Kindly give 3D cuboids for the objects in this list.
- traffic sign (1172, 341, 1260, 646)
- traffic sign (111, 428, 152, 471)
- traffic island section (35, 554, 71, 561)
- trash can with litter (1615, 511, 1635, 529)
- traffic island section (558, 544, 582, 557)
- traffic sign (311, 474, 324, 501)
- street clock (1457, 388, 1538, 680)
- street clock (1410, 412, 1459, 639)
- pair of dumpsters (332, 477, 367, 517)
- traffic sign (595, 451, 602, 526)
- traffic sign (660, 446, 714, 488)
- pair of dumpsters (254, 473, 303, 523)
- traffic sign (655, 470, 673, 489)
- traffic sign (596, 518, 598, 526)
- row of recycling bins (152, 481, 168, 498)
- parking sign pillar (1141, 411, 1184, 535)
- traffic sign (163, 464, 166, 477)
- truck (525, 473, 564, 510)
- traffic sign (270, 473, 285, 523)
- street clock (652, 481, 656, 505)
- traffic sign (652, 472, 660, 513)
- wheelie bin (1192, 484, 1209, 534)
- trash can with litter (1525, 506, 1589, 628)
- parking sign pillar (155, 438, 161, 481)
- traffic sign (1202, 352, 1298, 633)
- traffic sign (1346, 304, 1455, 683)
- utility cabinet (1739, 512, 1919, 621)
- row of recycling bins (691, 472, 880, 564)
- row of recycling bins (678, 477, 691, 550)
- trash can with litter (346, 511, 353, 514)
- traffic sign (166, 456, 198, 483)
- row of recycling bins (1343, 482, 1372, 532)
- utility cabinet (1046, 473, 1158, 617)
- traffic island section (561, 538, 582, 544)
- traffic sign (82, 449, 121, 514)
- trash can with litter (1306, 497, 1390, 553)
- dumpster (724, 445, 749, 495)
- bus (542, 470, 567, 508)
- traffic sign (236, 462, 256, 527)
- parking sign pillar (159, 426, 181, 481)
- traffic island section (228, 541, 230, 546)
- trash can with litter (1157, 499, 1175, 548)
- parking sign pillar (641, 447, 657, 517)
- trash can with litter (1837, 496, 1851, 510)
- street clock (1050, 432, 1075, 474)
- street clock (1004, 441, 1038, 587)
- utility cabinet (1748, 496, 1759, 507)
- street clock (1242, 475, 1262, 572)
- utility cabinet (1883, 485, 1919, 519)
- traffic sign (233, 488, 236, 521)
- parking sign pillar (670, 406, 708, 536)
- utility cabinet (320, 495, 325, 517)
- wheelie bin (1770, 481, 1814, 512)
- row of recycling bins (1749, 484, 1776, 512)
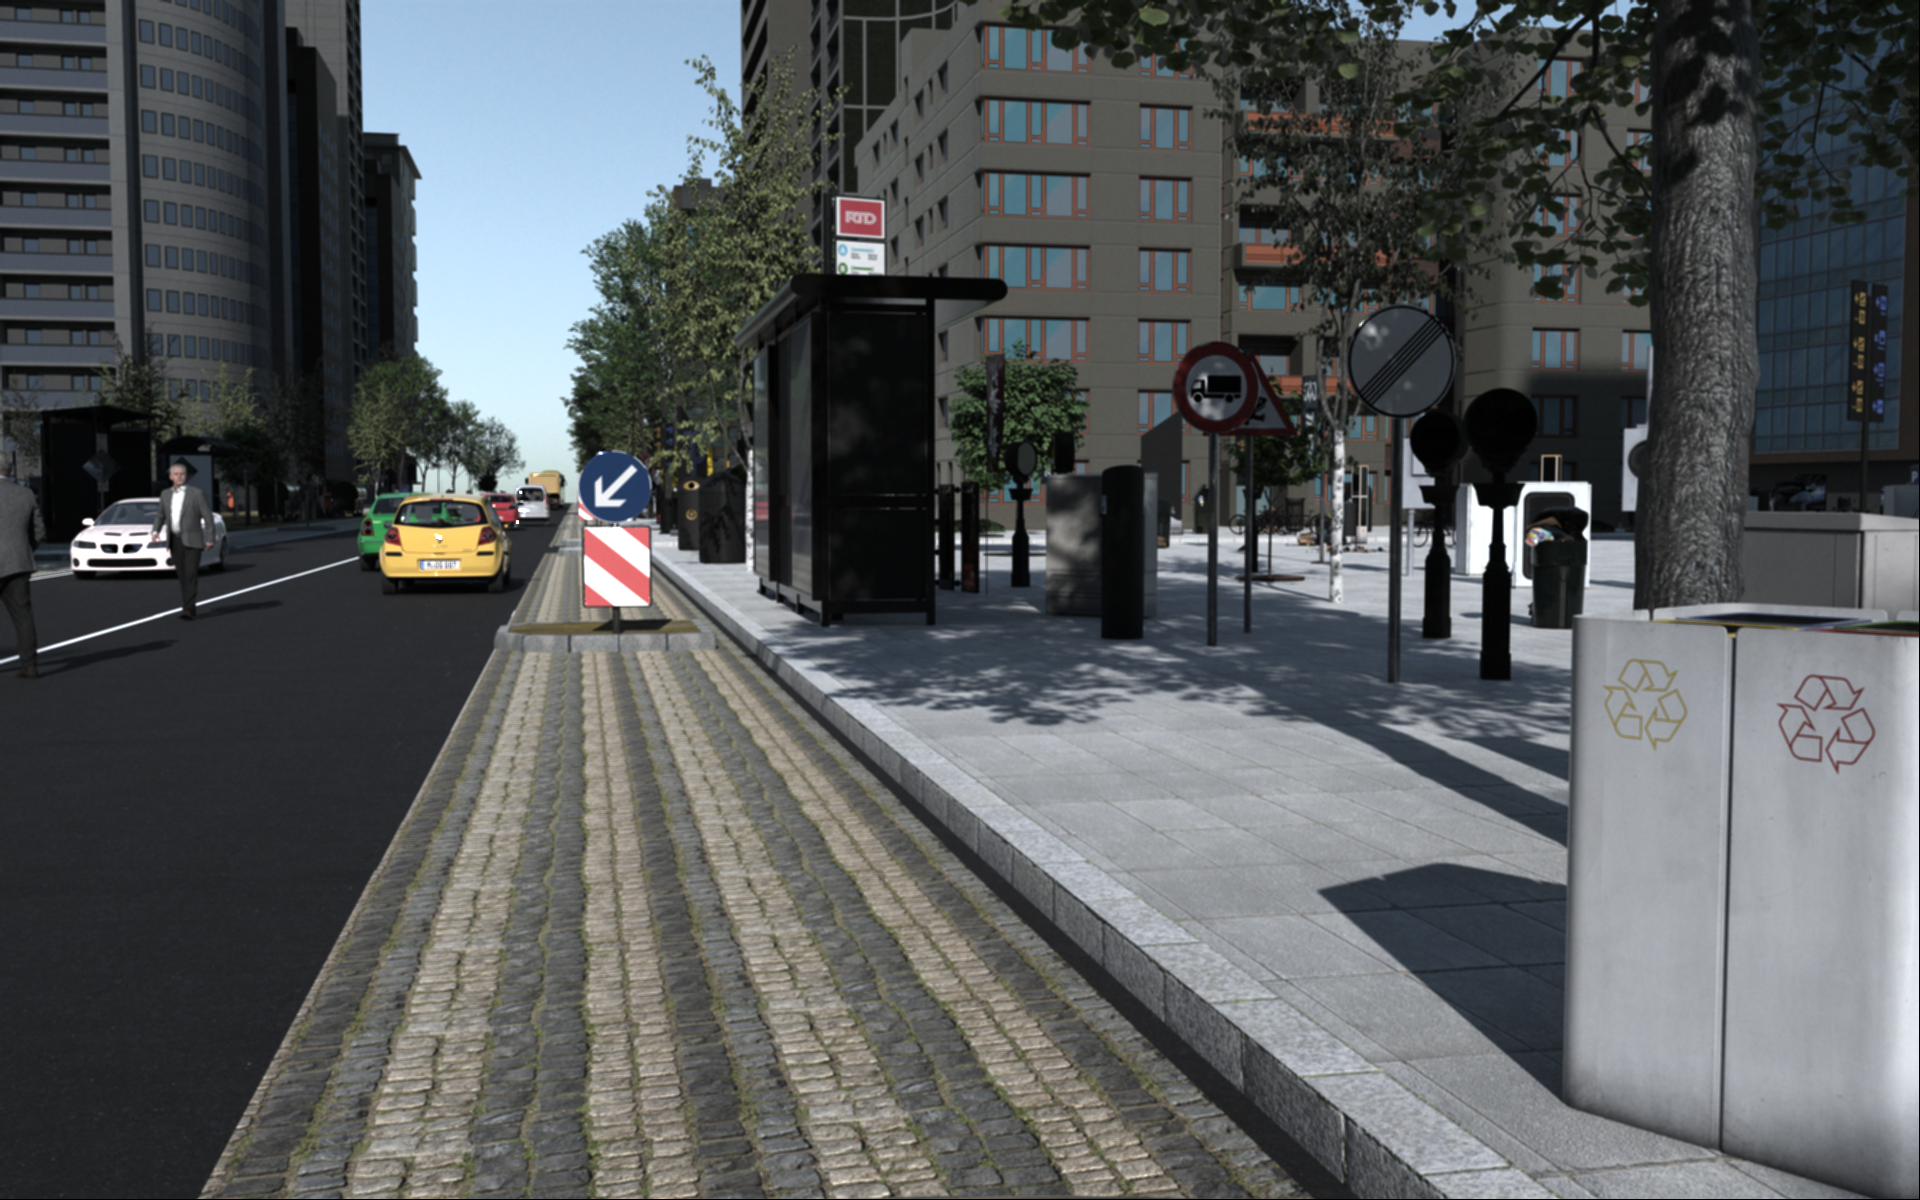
[{"bbox_3d":[2.134,-0.885,14.583,0.768,2.556,0.104,-1,4,-12],"label":"traffic sign"},{"bbox_3d":[-25.981,-3.626,53.151,2.265,3.308,0.079,0,4,-4],"label":"traffic sign"},{"bbox_3d":[-18.999,-0.985,38.387,2.009,0.180,2.903,-1,4,-12],"label":"traffic island section"},{"bbox_3d":[24.642,-3.218,63.678,1.678,1.210,2.233,1,4,13],"label":"trash can with litter"},{"bbox_3d":[-8.411,-1.127,40.714,2.009,0.180,2.903,-1,4,-12],"label":"traffic island section"},{"bbox_3d":[-40.057,-6.602,108.044,0.768,2.556,0.104,0,4,-8],"label":"traffic sign"},{"bbox_3d":[3.720,-0.453,11.980,0.471,2.002,0.358,1,4,11],"label":"street clock"},{"bbox_3d":[4.249,-0.661,15.376,0.471,2.002,0.358,3,5,40],"label":"street clock"},{"bbox_3d":[-34.867,-5.889,98.778,1.574,2.255,4.437,-1,4,-12],"label":"pair of dumpsters"},{"bbox_3d":[-8.432,-2.262,40.632,0.795,2.450,0.064,-1,4,-12],"label":"traffic sign"},{"bbox_3d":[-11.602,-4.881,73.674,2.265,3.308,0.079,-1,4,-11],"label":"traffic sign"},{"bbox_3d":[-31.301,-4.714,79.569,1.574,2.255,4.437,-1,4,-12],"label":"pair of dumpsters"},{"bbox_3d":[-17.915,-6.734,103.968,2.265,3.308,0.079,-1,4,-9],"label":"traffic sign"},{"bbox_3d":[-10.156,-2.739,48.429,0.795,2.450,0.064,-1,4,-12],"label":"traffic sign"},{"bbox_3d":[-26.001,-3.000,56.160,1.069,1.692,3.534,-2,4,-30],"label":"row of recycling bins"},{"bbox_3d":[6.355,-4.049,54.672,1.447,3.967,1.447,0,4,6],"label":"parking sign pillar"},{"bbox_3d":[-30.326,-4.077,66.764,0.768,2.556,0.104,0,4,-4],"label":"traffic sign"},{"bbox_3d":[-37.463,-9.800,156.149,3.469,3.379,9.791,-1,4,-13],"label":"truck"},{"bbox_3d":[-30.267,-4.683,76.675,0.768,2.556,0.104,0,4,-7],"label":"traffic sign"},{"bbox_3d":[-17.176,-5.630,96.622,0.471,2.002,0.358,0,4,-3],"label":"street clock"},{"bbox_3d":[-17.723,-6.170,100.986,0.768,2.556,0.104,-1,4,-11],"label":"traffic sign"},{"bbox_3d":[7.846,-2.928,55.788,0.693,1.594,0.980,0,4,-1],"label":"wheelie bin"},{"bbox_3d":[5.720,-0.333,16.833,0.624,1.170,1.055,0,4,8],"label":"trash can with litter"},{"bbox_3d":[-38.230,-5.820,83.632,1.447,3.967,1.447,1,4,8],"label":"parking sign pillar"},{"bbox_3d":[2.659,-0.975,15.951,0.884,2.594,0.081,0,4,-4],"label":"traffic sign"},{"bbox_3d":[2.953,-0.710,11.716,0.768,2.556,0.104,-1,4,-9],"label":"traffic sign"},{"bbox_3d":[3.034,0.294,6.361,0.306,1.237,1.020,-1,4,-15],"label":"utility cabinet"},{"bbox_3d":[-3.170,-1.568,32.744,3.534,1.692,1.069,-2,4,-26],"label":"row of recycling bins"},{"bbox_3d":[-4.948,-1.957,39.111,3.534,1.692,1.069,2,4,33],"label":"row of recycling bins"},{"bbox_3d":[-38.704,-5.978,109.133,1.055,1.170,0.624,-1,4,-16],"label":"trash can with litter"},{"bbox_3d":[-20.701,-2.599,46.128,0.795,2.450,0.064,-1,4,-12],"label":"traffic sign"},{"bbox_3d":[13.594,-3.247,60.197,1.069,1.692,3.534,0,4,4],"label":"row of recycling bins"},{"bbox_3d":[1.472,-0.579,18.140,1.173,1.500,0.318,2,4,34],"label":"utility cabinet"},{"bbox_3d":[-10.135,-1.604,48.512,2.009,0.180,2.903,-1,4,-12],"label":"traffic island section"},{"bbox_3d":[-18.978,-2.122,38.331,0.795,2.450,0.064,-1,4,-12],"label":"traffic sign"},{"bbox_3d":[8.896,-1.669,38.349,2.233,1.210,1.678,1,4,23],"label":"trash can with litter"},{"bbox_3d":[-4.215,-2.024,35.585,1.502,2.255,1.985,-1,4,-12],"label":"dumpster"},{"bbox_3d":[-42.696,-11.556,180.494,2.896,3.916,12.252,-1,4,-10],"label":"bus"},{"bbox_3d":[-28.147,-4.170,68.279,0.768,2.556,0.104,0,4,-3],"label":"traffic sign"},{"bbox_3d":[-30.841,-4.912,68.780,1.447,3.967,1.447,-2,4,-25],"label":"parking sign pillar"},{"bbox_3d":[-20.722,-1.462,46.185,2.009,0.180,2.903,-1,4,-12],"label":"traffic island section"},{"bbox_3d":[4.823,-1.826,41.248,0.624,1.170,1.055,0,4,5],"label":"trash can with litter"},{"bbox_3d":[-17.844,-6.724,98.415,1.447,3.967,1.447,-1,4,-9],"label":"parking sign pillar"},{"bbox_3d":[35.259,-3.602,69.945,2.233,1.210,1.678,0,4,-2],"label":"trash can with litter"},{"bbox_3d":[1.204,-0.968,20.402,0.358,2.002,0.471,0,4,-5],"label":"street clock"},{"bbox_3d":[0.838,-1.183,23.909,0.358,2.002,0.471,3,5,41],"label":"street clock"},{"bbox_3d":[26.817,-2.926,59.004,1.020,1.237,0.306,-3,5,-40],"label":"utility cabinet"},{"bbox_3d":[4.795,-1.456,28.369,0.471,2.002,0.358,1,4,10],"label":"street clock"},{"bbox_3d":[22.934,-2.049,42.186,1.173,1.500,0.318,-2,4,-32],"label":"utility cabinet"},{"bbox_3d":[-34.466,-5.023,82.229,0.768,2.556,0.104,0,4,-8],"label":"traffic sign"},{"bbox_3d":[-8.254,-3.977,53.503,1.447,3.967,1.447,1,4,16],"label":"parking sign pillar"},{"bbox_3d":[-34.414,-5.036,93.502,0.306,1.237,1.020,-1,4,-21],"label":"utility cabinet"},{"bbox_3d":[19.431,-1.994,40.515,0.980,1.594,0.693,3,4,36],"label":"wheelie bin"},{"bbox_3d":[46.149,-5.567,98.127,1.069,1.692,3.534,-1,4,-13],"label":"row of recycling bins"}]
